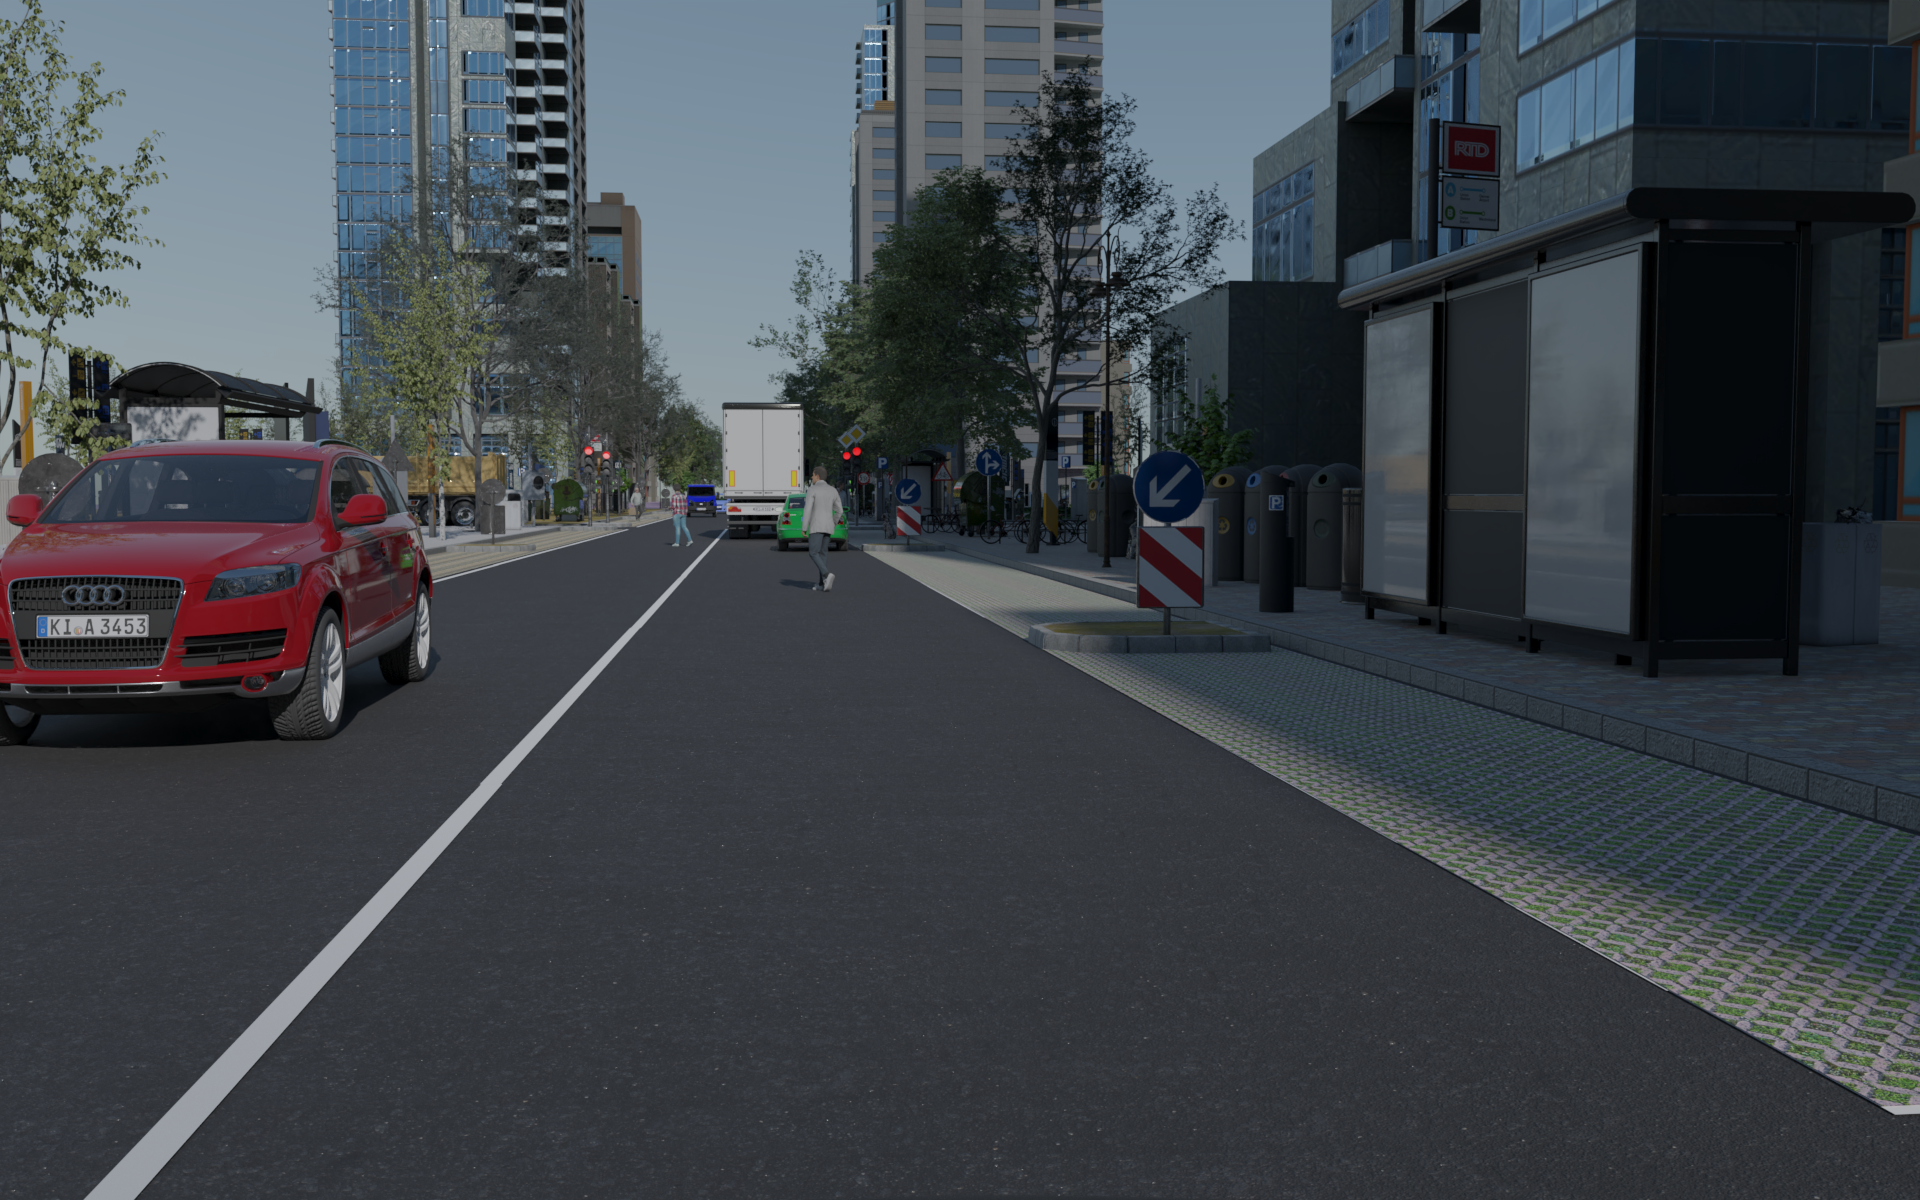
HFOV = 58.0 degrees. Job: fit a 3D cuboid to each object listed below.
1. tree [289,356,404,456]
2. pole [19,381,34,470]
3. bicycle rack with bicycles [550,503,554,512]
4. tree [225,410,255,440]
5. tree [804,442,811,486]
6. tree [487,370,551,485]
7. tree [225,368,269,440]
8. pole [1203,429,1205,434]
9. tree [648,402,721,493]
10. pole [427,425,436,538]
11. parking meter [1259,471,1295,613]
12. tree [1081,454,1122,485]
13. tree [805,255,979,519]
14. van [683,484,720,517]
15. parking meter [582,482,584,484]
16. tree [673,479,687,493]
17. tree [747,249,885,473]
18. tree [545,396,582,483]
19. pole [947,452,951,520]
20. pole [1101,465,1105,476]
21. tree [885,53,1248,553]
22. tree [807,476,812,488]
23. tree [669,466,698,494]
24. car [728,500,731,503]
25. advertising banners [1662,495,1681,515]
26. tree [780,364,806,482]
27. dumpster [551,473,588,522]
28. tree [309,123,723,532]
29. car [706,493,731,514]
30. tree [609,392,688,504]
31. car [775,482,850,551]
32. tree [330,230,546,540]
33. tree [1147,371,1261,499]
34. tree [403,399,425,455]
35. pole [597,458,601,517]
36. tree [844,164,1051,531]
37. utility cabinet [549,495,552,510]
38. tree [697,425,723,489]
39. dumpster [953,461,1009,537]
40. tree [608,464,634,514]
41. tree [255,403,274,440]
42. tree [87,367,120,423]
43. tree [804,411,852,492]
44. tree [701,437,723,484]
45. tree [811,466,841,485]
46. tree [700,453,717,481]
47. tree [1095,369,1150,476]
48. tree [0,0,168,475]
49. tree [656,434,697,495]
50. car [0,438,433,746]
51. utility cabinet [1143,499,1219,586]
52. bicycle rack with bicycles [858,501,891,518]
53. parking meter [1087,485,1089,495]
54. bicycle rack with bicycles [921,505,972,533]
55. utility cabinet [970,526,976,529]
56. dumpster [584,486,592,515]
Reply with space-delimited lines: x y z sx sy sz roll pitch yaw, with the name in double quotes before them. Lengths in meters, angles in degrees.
"tree" -32.097 -8.521 89.679 4.360 8.622 3.978 0 3 0
"pole" -16.868 -2.294 31.354 0.158 3.312 0.155 0 3 0
"bicycle rack with bicycles" -30.936 -6.818 124.848 2.925 0.926 2.852 0 4 5
"tree" -47.377 -9.648 108.114 4.360 8.622 3.978 0 3 0
"tree" -27.295 -23.030 294.668 7.486 12.596 7.792 0 3 0
"tree" -25.765 -9.276 102.030 4.360 8.622 3.978 0 3 0
"tree" -42.900 -9.270 101.921 4.737 8.622 4.395 0 3 0
"pole" 7.012 -3.398 49.401 0.158 3.312 0.155 0 3 0
"tree" -34.044 -18.065 212.367 9.611 12.733 9.660 0 3 0
"pole" -15.517 -3.488 50.865 0.158 3.312 0.155 0 3 0
"parking meter" 3.451 -0.638 18.839 0.372 1.533 0.369 0 3 0
"tree" 11.359 -9.465 138.458 4.285 4.588 4.351 0 3 0
"tree" -3.387 -11.247 90.538 9.857 13.997 8.962 0 3 0
"van" -16.131 -6.336 107.981 2.240 2.365 5.245 -1 4 -8
"parking meter" -18.258 -4.728 83.019 0.399 1.863 0.255 1 4 13
"tree" -30.887 -11.946 189.915 1.663 3.219 1.824 0 3 0
"tree" -9.769 -17.090 135.315 12.611 20.169 13.585 0 3 0
"tree" -28.071 -10.376 120.006 4.737 8.622 4.395 0 3 0
"pole" -0.539 -5.522 84.131 0.158 3.312 0.155 0 3 0
"pole" 4.196 -3.457 50.367 0.158 3.312 0.155 0 3 0
"tree" 1.817 -6.279 37.071 7.601 10.594 8.767 3 5 41
"tree" -18.230 -17.405 210.328 9.928 11.665 9.643 0 3 0
"tree" -31.609 -13.103 197.939 4.285 4.588 4.351 0 3 0
"car" -24.590 -10.719 187.843 1.945 1.354 3.894 0 4 -5
"advertising banners" 7.544 -1.378 18.712 0.090 3.025 2.074 0 4 -3
"tree" -11.776 -15.409 158.594 9.857 13.997 8.962 0 3 0
"dumpster" -18.051 -4.739 79.969 1.502 2.255 1.985 0 4 -6
"tree" -16.454 -9.063 58.544 12.009 13.543 11.850 0 3 0
"car" -17.678 -7.122 126.042 1.945 1.707 3.694 -1 4 -8
"tree" -26.556 -13.002 146.992 7.601 10.594 8.767 -1 4 -10
"car" -3.808 -2.196 44.700 1.959 1.807 4.718 0 4 -5
"tree" -14.492 -5.940 47.486 4.737 8.622 4.395 0 3 0
"tree" 4.001 -2.003 27.349 1.663 3.219 1.824 0 3 0
"tree" -32.290 -9.023 97.895 4.360 8.622 3.978 0 3 0
"pole" -20.418 -6.372 98.018 0.158 3.312 0.155 0 3 0
"tree" -0.332 -8.704 60.438 7.486 12.596 7.792 0 3 0
"utility cabinet" -32.918 -7.736 137.637 1.020 1.237 0.306 2 4 24
"tree" -44.537 -24.623 309.245 9.857 13.997 8.962 0 3 0
"dumpster" 0.640 -3.044 52.265 1.502 2.255 1.985 0 4 -6
"tree" -22.003 -7.185 112.080 1.663 3.219 1.824 0 3 0
"tree" -50.557 -10.889 128.398 4.360 8.622 3.978 0 3 0
"tree" -47.080 -8.995 97.432 4.360 8.622 3.978 0 3 0
"tree" -10.537 -11.901 144.937 4.737 8.622 4.395 0 3 0
"tree" -43.864 -22.567 294.720 9.928 11.665 9.643 0 3 0
"tree" -13.346 -11.653 174.241 4.285 4.588 4.351 0 3 0
"tree" -40.377 -20.154 263.927 7.601 10.594 8.767 2 4 27
"tree" 9.560 -9.112 99.347 4.360 8.622 3.978 0 3 0
"tree" -12.000 -4.348 21.452 4.737 8.622 4.395 0 3 0
"tree" -30.344 -14.297 184.117 4.737 8.622 4.395 0 3 0
"car" -4.896 -0.181 11.634 2.281 1.827 5.304 0 4 -8
"utility cabinet" 3.094 -0.804 24.313 1.020 1.237 0.306 1 4 22
"bicycle rack with bicycles" -3.934 -4.930 93.982 2.852 0.926 2.925 -2 4 -32
"parking meter" 7.519 -5.950 102.989 0.255 1.863 0.399 -2 4 -34
"bicycle rack with bicycles" 0.077 -2.702 57.562 2.925 0.926 2.852 0 4 -6
"utility cabinet" 0.608 -3.211 63.667 0.306 1.237 1.020 1 4 13
"dumpster" -22.874 -6.027 104.296 1.264 1.857 1.865 0 4 -7
